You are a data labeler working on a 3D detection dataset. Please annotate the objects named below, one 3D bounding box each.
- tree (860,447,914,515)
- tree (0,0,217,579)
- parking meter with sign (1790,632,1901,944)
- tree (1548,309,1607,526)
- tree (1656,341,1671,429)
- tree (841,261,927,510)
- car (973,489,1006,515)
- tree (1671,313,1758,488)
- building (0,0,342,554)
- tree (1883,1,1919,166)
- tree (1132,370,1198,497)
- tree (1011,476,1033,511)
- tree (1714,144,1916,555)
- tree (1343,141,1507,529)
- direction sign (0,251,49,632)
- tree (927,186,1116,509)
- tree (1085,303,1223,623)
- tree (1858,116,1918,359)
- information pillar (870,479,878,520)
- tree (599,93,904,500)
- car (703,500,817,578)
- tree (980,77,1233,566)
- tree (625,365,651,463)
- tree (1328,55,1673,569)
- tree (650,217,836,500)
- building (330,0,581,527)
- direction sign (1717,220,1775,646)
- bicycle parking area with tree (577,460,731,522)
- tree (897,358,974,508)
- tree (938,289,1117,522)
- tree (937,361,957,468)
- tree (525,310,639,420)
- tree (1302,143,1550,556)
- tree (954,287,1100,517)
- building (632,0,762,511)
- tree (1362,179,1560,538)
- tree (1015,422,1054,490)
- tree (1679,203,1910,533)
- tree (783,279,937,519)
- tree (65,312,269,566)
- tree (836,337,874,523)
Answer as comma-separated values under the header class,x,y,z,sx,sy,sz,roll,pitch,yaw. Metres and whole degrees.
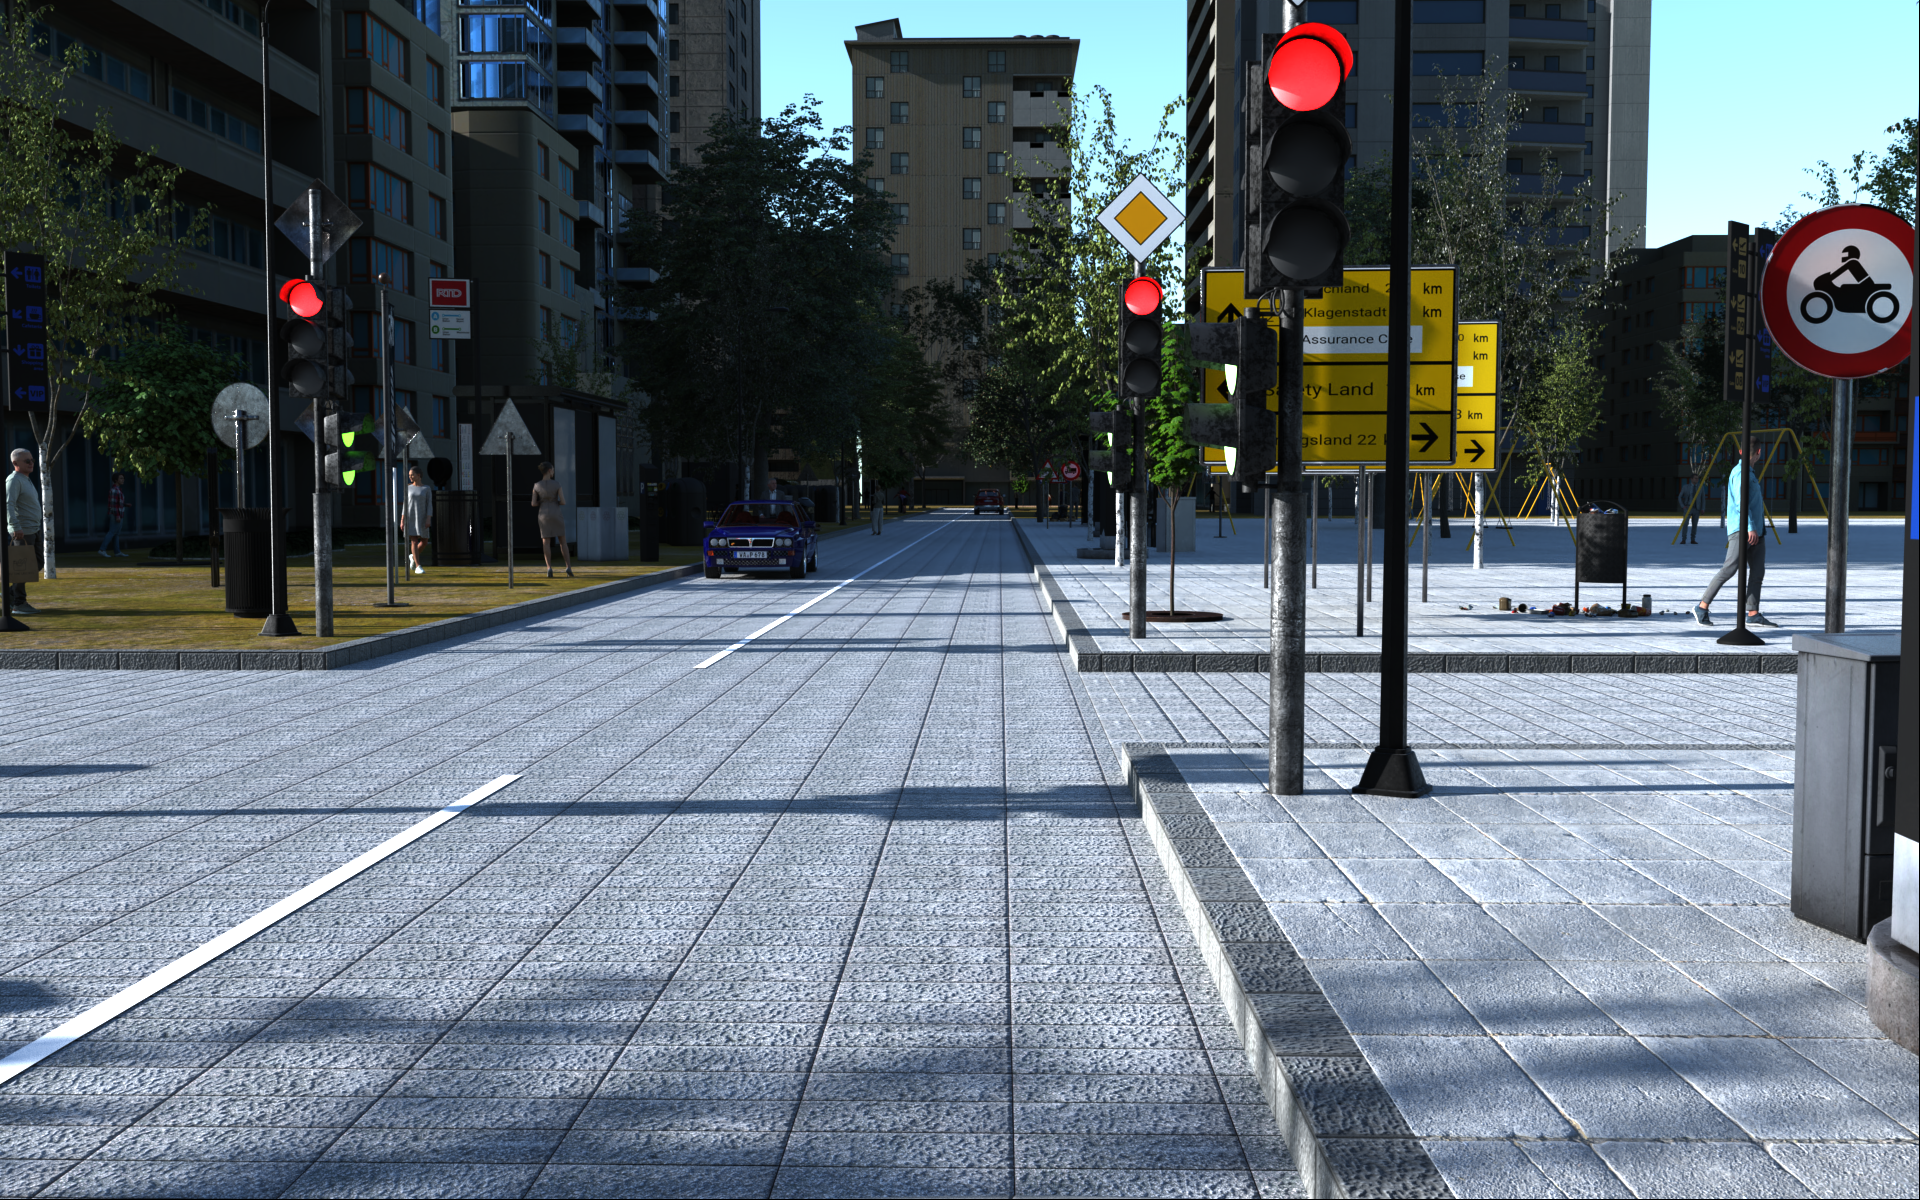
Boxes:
class,x,y,z,sx,sy,sz,roll,pitch,yaw
tree,-4.690,-7.643,108.683,4.285,4.588,4.351,0,3,0
tree,-13.631,-4.618,25.874,4.737,8.622,4.395,0,3,0
parking meter with sign,3.390,-0.539,5.080,1.738,3.016,0.543,0,4,-8
tree,24.093,-7.308,69.842,4.737,8.622,4.395,0,3,0
tree,28.500,-7.011,64.993,4.737,8.622,4.395,0,3,0
tree,-5.176,-17.352,139.600,12.611,20.169,13.585,0,3,0
car,2.030,-6.826,120.272,2.281,1.827,5.304,0,4,2
tree,30.491,-7.380,71.026,4.360,8.622,3.978,0,3,0
building,-29.018,-25.406,39.097,21.300,48.544,21.600,0,4,1
tree,14.082,-4.372,21.847,4.360,8.622,3.978,0,3,0
tree,10.375,-8.379,87.361,4.360,8.622,3.978,0,3,0
tree,4.704,-8.451,132.773,1.663,3.219,1.824,0,3,0
tree,18.584,-5.276,36.623,4.737,8.622,4.395,0,3,0
tree,15.462,-9.615,63.854,9.857,13.997,8.962,0,3,0
direction sign,-8.954,-1.478,16.162,0.379,3.537,0.876,3,5,40
tree,4.661,-15.502,109.350,12.611,20.169,13.585,0,3,0
tree,2.055,-1.416,17.757,1.663,3.219,1.824,0,3,0
tree,26.049,-7.162,42.851,9.928,11.665,9.643,0,3,0
information pillar,-4.183,-4.875,84.200,0.304,2.012,0.304,1,4,17
tree,-6.503,-9.089,55.266,9.857,13.997,8.962,0,3,0
car,-3.489,-1.105,30.644,1.945,1.354,3.894,0,4,0
tree,2.699,-4.896,30.411,4.737,8.622,4.395,0,3,0
tree,-14.814,-8.429,88.172,4.360,8.622,3.978,0,3,0
tree,8.996,-4.833,29.388,4.360,8.622,3.978,0,3,0
tree,-5.766,-5.902,46.858,4.360,8.622,3.978,0,3,0
building,-33.290,-13.956,73.215,27.650,21.520,28.899,0,4,1
direction sign,6.686,-1.390,14.726,0.876,3.537,0.379,-3,5,-43
bicycle parking area with tree,-14.373,-5.478,76.562,8.231,4.147,9.016,2,4,25
tree,-3.378,-15.061,156.622,12.009,13.543,11.850,0,3,0
tree,3.515,-8.811,78.468,8.767,10.594,7.601,-1,4,-23
tree,-4.096,-12.459,121.838,7.486,12.596,7.792,0,3,0
tree,-15.416,-7.298,69.681,4.737,8.622,4.395,0,3,0
tree,9.471,-5.221,35.726,4.737,8.622,4.395,0,3,0
tree,4.440,-10.969,96.343,9.611,12.733,9.660,0,3,0
building,-27.692,-43.038,141.920,20.611,71.187,20.563,0,4,1
tree,13.902,-7.098,50.473,7.601,10.594,8.767,2,4,30
tree,5.553,-10.769,126.432,4.360,8.622,3.978,0,3,0
tree,27.077,-7.470,56.539,7.601,10.594,8.767,-2,4,-25
tree,-5.766,-10.476,89.411,7.486,12.596,7.792,0,3,0
tree,-14.311,-2.918,31.427,4.285,4.588,4.351,0,3,0
tree,-5.579,-7.700,76.256,4.360,8.622,3.978,0,3,0
